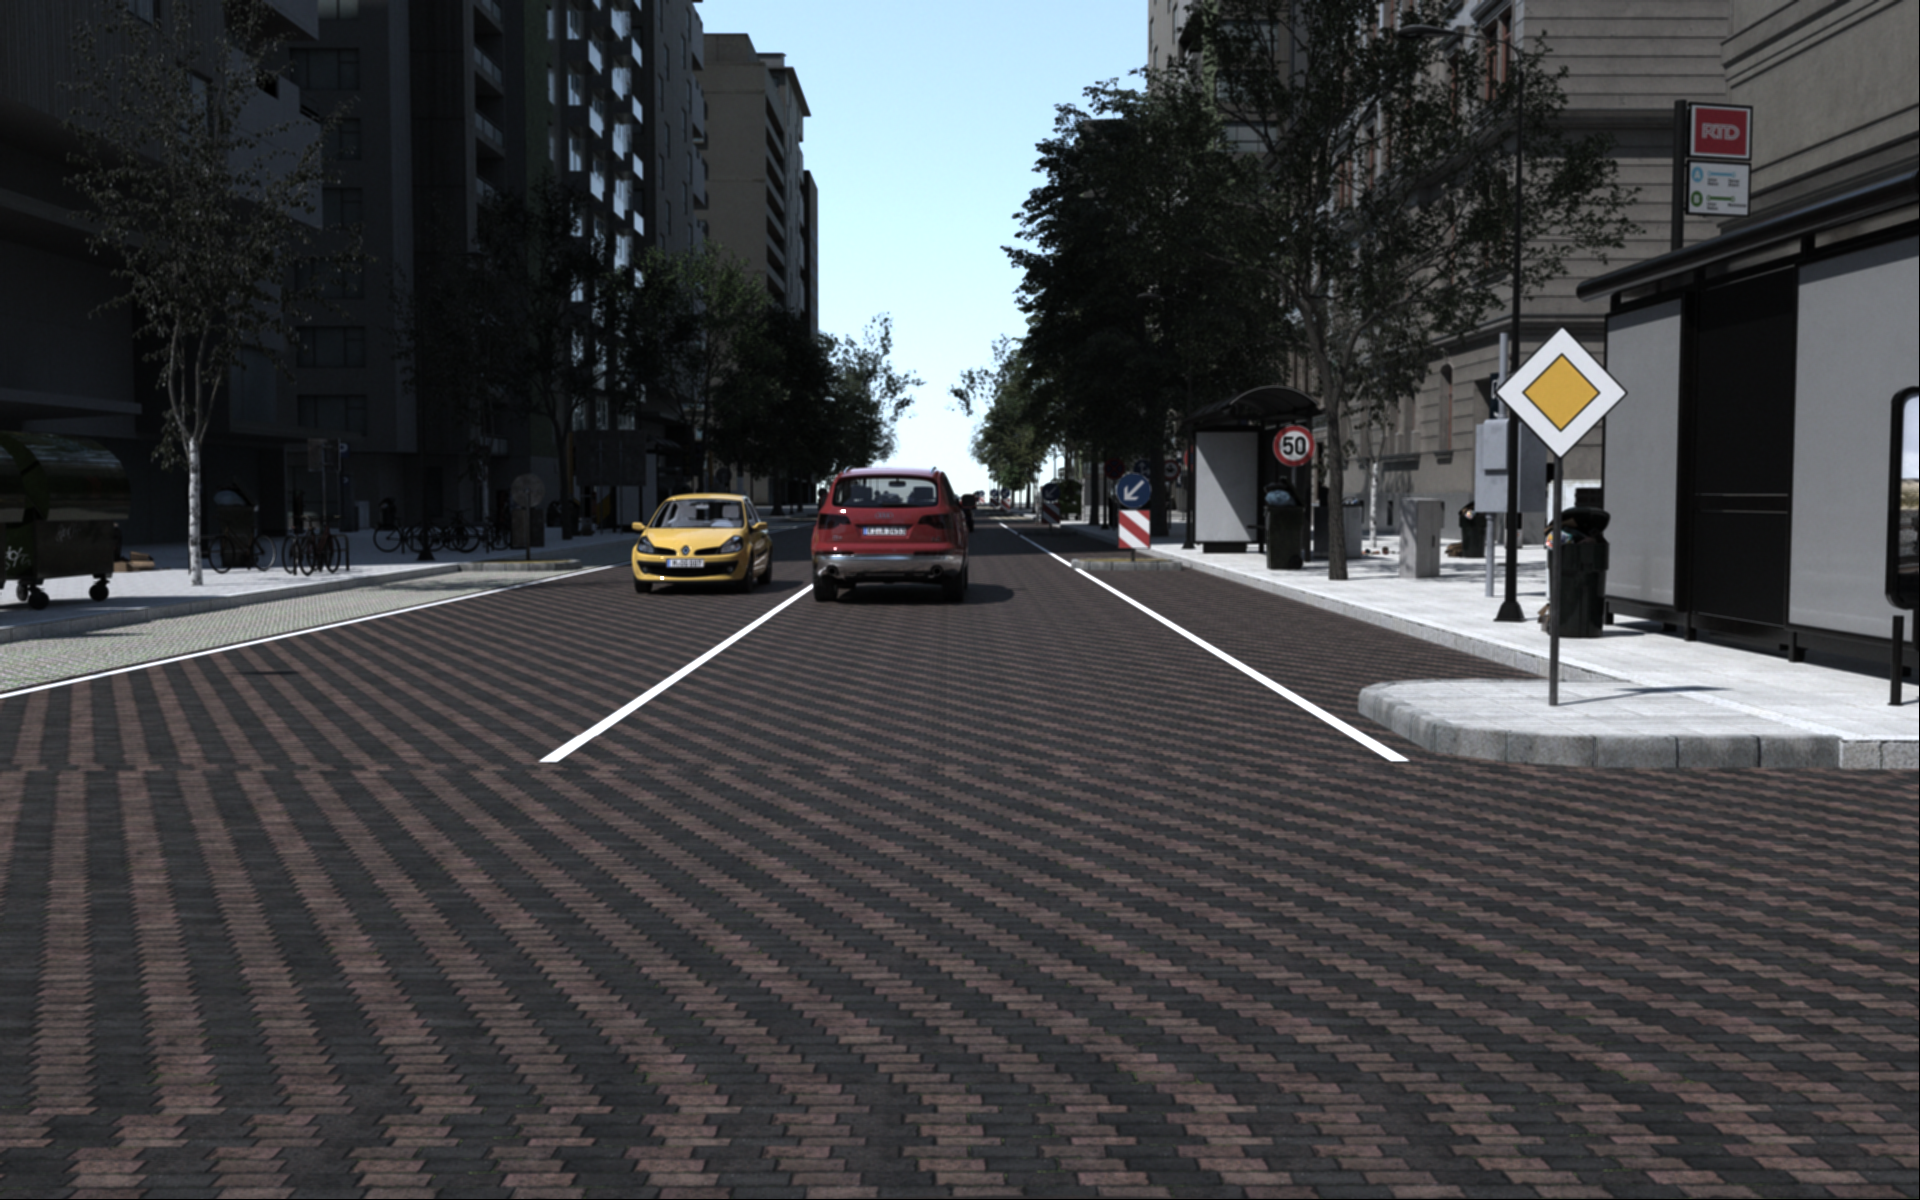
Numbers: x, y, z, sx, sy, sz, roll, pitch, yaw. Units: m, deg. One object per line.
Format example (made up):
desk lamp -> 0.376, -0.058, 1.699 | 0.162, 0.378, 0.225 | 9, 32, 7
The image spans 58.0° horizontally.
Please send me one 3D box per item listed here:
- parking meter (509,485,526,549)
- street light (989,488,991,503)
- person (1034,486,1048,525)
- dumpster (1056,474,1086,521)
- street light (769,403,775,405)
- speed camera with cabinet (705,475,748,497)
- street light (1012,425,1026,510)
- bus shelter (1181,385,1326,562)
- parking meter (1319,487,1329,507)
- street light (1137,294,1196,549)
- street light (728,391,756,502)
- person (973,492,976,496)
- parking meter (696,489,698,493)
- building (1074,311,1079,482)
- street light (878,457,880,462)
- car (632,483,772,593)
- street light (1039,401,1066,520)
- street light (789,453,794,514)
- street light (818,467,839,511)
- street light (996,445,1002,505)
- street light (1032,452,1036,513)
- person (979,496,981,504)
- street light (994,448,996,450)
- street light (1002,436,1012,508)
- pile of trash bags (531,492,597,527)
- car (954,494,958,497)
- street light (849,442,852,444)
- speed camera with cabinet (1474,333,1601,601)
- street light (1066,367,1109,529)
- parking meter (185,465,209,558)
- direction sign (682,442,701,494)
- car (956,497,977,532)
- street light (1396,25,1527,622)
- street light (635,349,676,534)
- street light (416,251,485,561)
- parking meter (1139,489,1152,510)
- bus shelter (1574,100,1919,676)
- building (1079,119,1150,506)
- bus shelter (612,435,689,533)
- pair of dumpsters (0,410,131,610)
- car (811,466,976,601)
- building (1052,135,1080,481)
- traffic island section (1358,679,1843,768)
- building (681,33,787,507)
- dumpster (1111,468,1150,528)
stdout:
parking meter -> -10.302, -1.952, 40.327 | 0.372, 1.533, 0.369 | 0, 3, 0
street light -> 3.942, -13.832, 198.701 | 1.470, 5.913, 1.316 | 0, 4, 0
person -> 3.775, -4.421, 80.885 | 0.635, 1.810, 0.391 | -1, 4, -13
dumpster -> 5.291, -4.979, 83.900 | 1.502, 2.255, 1.985 | 0, 4, 0
street light -> -10.023, -7.046, 87.749 | 1.470, 5.913, 1.316 | 0, 4, 0
speed camera with cabinet -> -11.387, -5.511, 84.442 | 2.038, 3.252, 0.660 | 0, 4, 4
street light -> 4.449, -8.823, 116.797 | 1.470, 5.913, 1.316 | 0, 4, 0
bus shelter -> 5.815, -2.507, 34.913 | 2.014, 3.302, 5.546 | 0, 4, 0
parking meter -> 12.408, -3.088, 58.899 | 0.372, 1.533, 0.369 | 0, 3, 0
street light -> 4.800, -4.144, 40.288 | 1.470, 5.913, 1.316 | 0, 4, 0
street light -> -9.896, -6.458, 78.132 | 1.470, 5.913, 1.316 | 0, 4, 0
person -> 1.951, -13.495, 229.958 | 1.217, 1.723, 0.721 | 1, 4, 17
parking meter -> -12.259, -4.477, 81.618 | 0.372, 1.533, 0.369 | 0, 3, 0
building -> 20.619, -26.645, 207.347 | 14.160, 30.474, 14.107 | 0, 4, 0
street light -> -10.632, -14.854, 215.400 | 1.470, 5.913, 1.316 | 0, 4, 0
car -> -3.870, -0.985, 26.334 | 2.015, 1.641, 3.980 | 0, 3, 0
street light -> 4.714, -6.912, 85.552 | 1.470, 5.913, 1.316 | 0, 4, 0
street light -> -10.190, -8.418, 110.181 | 1.470, 5.913, 1.316 | 0, 4, 0
street light -> -10.242, -9.841, 133.442 | 1.470, 5.913, 1.316 | 0, 4, 0
street light -> 4.328, -11.594, 162.108 | 1.470, 5.913, 1.316 | 0, 4, 0
street light -> 4.623, -7.440, 94.189 | 1.470, 5.913, 1.316 | 0, 4, 0
person -> 2.603, -13.490, 232.277 | 0.599, 1.433, 0.991 | 1, 4, 20
street light -> 4.186, -12.461, 176.270 | 1.470, 5.913, 1.316 | 0, 4, 0
street light -> 4.320, -10.195, 139.229 | 1.470, 5.913, 1.316 | 0, 4, 0
pile of trash bags -> -15.659, -3.545, 67.713 | 3.447, 1.369, 1.912 | 0, 4, 8
car -> -0.878, -11.319, 194.844 | 2.009, 1.686, 4.222 | 0, 4, 1
street light -> -10.373, -11.213, 155.874 | 1.470, 5.913, 1.316 | 0, 4, 0
speed camera with cabinet -> 7.229, -1.625, 20.904 | 0.660, 3.252, 2.038 | -2, 4, -35
street light -> 4.724, -5.516, 62.720 | 1.470, 5.913, 1.316 | 0, 4, 0
parking meter -> -15.211, -1.762, 34.513 | 0.399, 1.863, 0.255 | -1, 4, -23
direction sign -> -11.644, -5.103, 75.438 | 0.876, 3.537, 0.379 | -1, 4, -9
car -> -0.323, -3.331, 67.041 | 1.945, 1.354, 3.894 | 0, 4, 1
street light -> 5.023, -2.740, 17.335 | 1.470, 5.913, 1.316 | 0, 4, 0
street light -> -9.751, -5.086, 55.700 | 1.470, 5.913, 1.316 | 0, 4, 0
street light -> -9.774, -3.714, 33.266 | 1.470, 5.913, 1.316 | 0, 4, 0
parking meter -> 5.394, -2.573, 50.484 | 0.372, 1.533, 0.369 | 0, 3, 0
bus shelter -> 7.118, -2.310, 15.404 | 2.179, 5.291, 8.768 | 0, 4, 0
building -> 20.125, -31.104, 192.152 | 14.154, 41.232, 14.086 | 0, 4, 0
bus shelter -> -10.808, -4.042, 60.006 | 2.014, 3.302, 5.546 | 0, 4, 0
pair of dumpsters -> -10.686, -0.987, 18.628 | 1.574, 2.255, 4.437 | 0, 4, 0
car -> -0.915, -0.979, 24.680 | 2.281, 1.827, 5.304 | 0, 4, 1
building -> 24.510, -37.302, 229.491 | 23.786, 49.044, 30.456 | 0, 4, 0
traffic island section -> 3.617, 0.720, 10.512 | 2.009, 0.180, 2.903 | 0, 4, 0
building -> -30.473, -34.458, 187.091 | 21.300, 48.544, 21.600 | 0, 4, 0
dumpster -> 6.501, -3.816, 64.884 | 1.502, 2.255, 1.985 | 0, 4, 0
